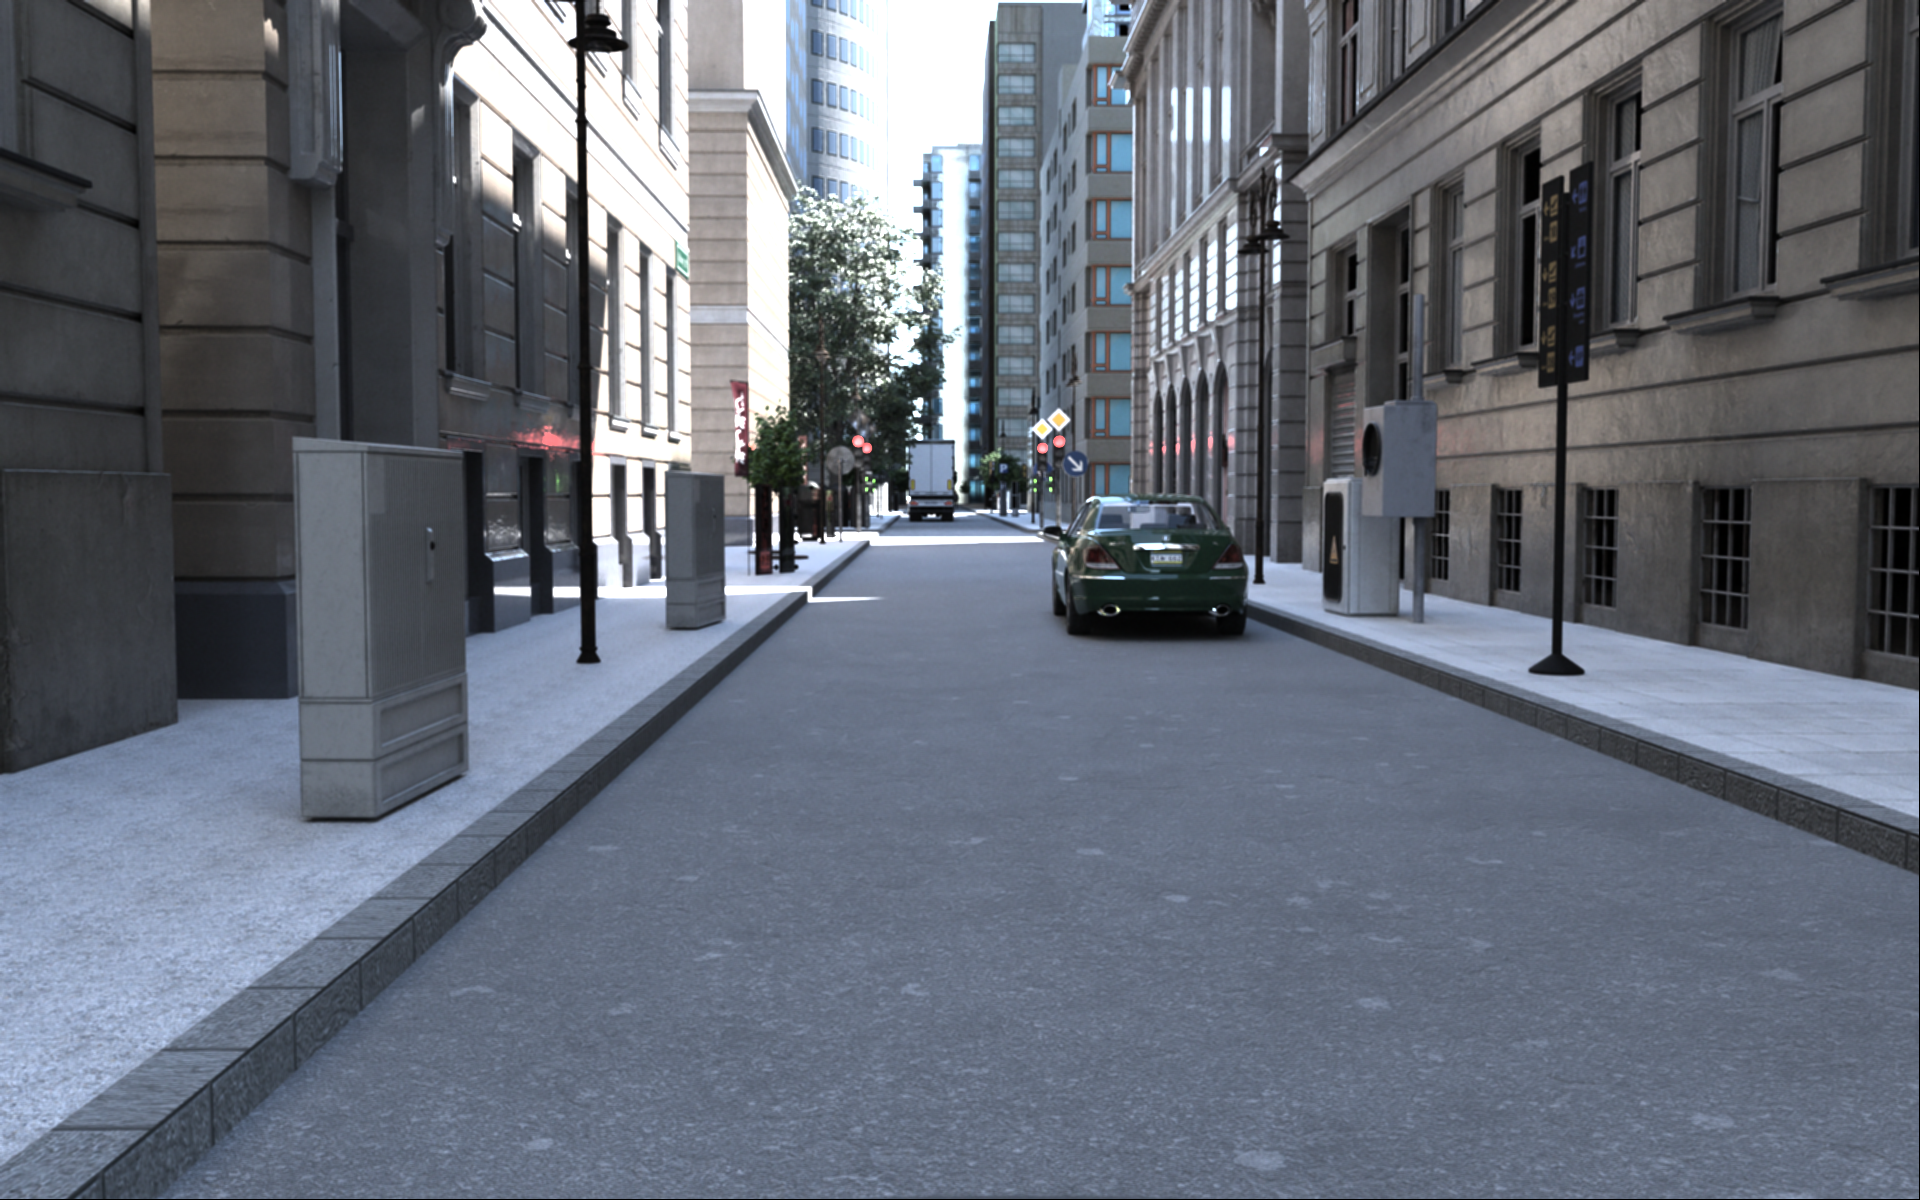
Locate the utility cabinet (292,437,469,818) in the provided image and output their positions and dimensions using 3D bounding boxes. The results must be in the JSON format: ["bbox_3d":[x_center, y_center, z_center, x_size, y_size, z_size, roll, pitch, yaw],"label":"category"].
[{"bbox_3d":[-2.396,0.085,7.289,0.318,1.500,1.173,0,4,2],"label":"utility cabinet"}]

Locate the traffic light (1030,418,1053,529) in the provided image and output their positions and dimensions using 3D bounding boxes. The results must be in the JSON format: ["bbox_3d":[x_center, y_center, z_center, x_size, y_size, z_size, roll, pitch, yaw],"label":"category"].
[{"bbox_3d":[3.031,-4.615,64.380,0.839,4.253,0.868,0,4,-1],"label":"traffic light"}]

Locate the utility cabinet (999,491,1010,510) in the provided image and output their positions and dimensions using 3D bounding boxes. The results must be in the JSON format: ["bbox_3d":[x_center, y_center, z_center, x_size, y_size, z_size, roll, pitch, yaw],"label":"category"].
[{"bbox_3d":[3.495,-7.995,139.393,0.318,1.500,1.173,3,5,42],"label":"utility cabinet"}]

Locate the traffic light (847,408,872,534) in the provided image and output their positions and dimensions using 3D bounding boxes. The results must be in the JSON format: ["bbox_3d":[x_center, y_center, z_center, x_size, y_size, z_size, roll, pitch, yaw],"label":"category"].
[{"bbox_3d":[-3.270,-4.118,56.252,0.839,4.253,0.868,0,4,-1],"label":"traffic light"}]

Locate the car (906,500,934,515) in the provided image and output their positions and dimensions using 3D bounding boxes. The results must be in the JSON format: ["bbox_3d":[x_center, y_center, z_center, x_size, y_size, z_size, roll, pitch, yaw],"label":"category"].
[{"bbox_3d":[-2.663,-6.462,117.657,2.014,1.417,4.499,0,4,-3],"label":"car"}]

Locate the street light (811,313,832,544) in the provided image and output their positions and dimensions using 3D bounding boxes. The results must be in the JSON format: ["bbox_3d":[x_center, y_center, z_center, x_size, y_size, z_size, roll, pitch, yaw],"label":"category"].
[{"bbox_3d":[-3.540,-4.383,44.445,0.468,5.910,1.993,0,4,-1],"label":"street light"}]

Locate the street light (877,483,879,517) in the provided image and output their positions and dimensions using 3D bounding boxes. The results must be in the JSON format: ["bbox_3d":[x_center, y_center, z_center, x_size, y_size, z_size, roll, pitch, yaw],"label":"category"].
[{"bbox_3d":[-4.542,-7.521,95.752,0.468,5.910,1.993,0,4,-1],"label":"street light"}]

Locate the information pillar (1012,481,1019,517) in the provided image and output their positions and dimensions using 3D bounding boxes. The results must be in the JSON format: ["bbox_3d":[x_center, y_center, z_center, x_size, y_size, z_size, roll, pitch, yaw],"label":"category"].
[{"bbox_3d":[3.123,-5.706,97.777,0.304,2.012,0.304,2,4,28],"label":"information pillar"}]

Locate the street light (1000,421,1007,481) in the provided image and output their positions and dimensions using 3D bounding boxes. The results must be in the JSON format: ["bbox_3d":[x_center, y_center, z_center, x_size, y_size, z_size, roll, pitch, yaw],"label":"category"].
[{"bbox_3d":[2.654,-8.214,107.078,0.468,5.910,1.993,0,4,-1],"label":"street light"}]

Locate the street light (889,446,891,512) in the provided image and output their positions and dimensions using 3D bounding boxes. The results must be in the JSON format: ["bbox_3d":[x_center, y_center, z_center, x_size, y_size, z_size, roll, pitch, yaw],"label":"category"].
[{"bbox_3d":[-5.102,-9.418,126.772,0.468,5.910,1.993,0,4,-1],"label":"street light"}]

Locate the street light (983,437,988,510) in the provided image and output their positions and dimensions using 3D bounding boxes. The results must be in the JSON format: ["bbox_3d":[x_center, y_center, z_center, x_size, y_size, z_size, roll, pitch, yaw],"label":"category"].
[{"bbox_3d":[2.030,-10.165,138.978,0.468,5.910,1.993,0,4,-1],"label":"street light"}]

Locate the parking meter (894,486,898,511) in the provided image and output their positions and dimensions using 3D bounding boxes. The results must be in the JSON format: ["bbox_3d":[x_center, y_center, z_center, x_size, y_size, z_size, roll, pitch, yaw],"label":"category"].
[{"bbox_3d":[-4.779,-7.561,129.328,0.255,1.863,0.399,1,4,16],"label":"parking meter"}]

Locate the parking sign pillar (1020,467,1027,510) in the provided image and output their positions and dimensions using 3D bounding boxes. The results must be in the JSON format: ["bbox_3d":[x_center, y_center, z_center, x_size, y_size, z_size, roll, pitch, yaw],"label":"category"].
[{"bbox_3d":[5.453,-9.081,136.945,1.447,3.967,1.447,2,4,29],"label":"parking sign pillar"}]

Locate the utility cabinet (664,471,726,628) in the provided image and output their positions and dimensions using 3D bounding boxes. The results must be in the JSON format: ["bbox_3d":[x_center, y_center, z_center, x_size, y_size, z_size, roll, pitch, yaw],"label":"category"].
[{"bbox_3d":[-2.557,-0.500,16.859,0.318,1.500,1.173,0,4,6],"label":"utility cabinet"}]

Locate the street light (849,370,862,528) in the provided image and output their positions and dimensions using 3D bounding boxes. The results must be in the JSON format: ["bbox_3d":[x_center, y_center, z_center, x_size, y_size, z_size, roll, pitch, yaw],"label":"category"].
[{"bbox_3d":[-3.865,-5.608,64.471,0.468,5.910,1.993,0,4,-1],"label":"street light"}]

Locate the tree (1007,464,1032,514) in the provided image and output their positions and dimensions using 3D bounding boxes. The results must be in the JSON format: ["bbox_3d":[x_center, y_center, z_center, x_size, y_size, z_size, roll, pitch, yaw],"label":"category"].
[{"bbox_3d":[3.745,-7.185,112.073,1.663,3.219,1.824,0,3,0],"label":"tree"}]

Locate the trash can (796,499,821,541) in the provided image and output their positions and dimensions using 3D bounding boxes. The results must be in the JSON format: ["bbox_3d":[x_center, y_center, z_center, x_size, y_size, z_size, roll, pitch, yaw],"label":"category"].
[{"bbox_3d":[-4.119,-2.194,47.527,0.748,1.137,0.748,0,3,0],"label":"trash can"}]

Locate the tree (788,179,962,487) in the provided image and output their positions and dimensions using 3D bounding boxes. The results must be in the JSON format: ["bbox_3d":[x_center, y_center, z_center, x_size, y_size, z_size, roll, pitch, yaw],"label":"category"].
[{"bbox_3d":[-5.029,-10.052,70.999,9.857,13.997,8.962,0,3,0],"label":"tree"}]

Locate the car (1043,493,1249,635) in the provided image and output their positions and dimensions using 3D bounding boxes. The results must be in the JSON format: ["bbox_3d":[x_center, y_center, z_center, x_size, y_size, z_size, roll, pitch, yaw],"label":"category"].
[{"bbox_3d":[2.006,-0.445,19.080,2.131,1.459,4.920,0,4,0],"label":"car"}]

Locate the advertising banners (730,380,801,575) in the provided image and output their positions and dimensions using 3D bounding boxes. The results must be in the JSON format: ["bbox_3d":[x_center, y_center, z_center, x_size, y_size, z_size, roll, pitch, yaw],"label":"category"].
[{"bbox_3d":[-3.112,-1.919,27.564,0.090,3.025,2.074,2,4,23],"label":"advertising banners"}]

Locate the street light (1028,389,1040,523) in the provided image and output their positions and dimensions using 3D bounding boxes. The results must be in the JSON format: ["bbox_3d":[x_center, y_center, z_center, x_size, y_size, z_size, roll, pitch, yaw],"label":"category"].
[{"bbox_3d":[3.219,-6.316,76.059,0.468,5.910,1.993,0,4,-1],"label":"street light"}]

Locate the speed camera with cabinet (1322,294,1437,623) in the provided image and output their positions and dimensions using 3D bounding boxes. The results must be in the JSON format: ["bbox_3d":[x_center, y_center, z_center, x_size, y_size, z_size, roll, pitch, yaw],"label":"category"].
[{"bbox_3d":[4.316,-1.444,17.947,0.660,3.252,2.038,0,4,-4],"label":"speed camera with cabinet"}]

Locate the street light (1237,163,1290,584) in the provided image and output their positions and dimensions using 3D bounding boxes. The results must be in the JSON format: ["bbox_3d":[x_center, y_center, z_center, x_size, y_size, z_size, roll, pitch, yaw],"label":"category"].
[{"bbox_3d":[4.288,-3.173,24.660,0.468,5.910,1.993,0,4,-1],"label":"street light"}]

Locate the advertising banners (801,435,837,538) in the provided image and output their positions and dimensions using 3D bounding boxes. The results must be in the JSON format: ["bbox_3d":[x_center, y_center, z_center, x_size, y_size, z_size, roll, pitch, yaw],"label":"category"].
[{"bbox_3d":[-4.204,-3.345,50.882,0.090,3.025,2.074,-3,4,-36],"label":"advertising banners"}]

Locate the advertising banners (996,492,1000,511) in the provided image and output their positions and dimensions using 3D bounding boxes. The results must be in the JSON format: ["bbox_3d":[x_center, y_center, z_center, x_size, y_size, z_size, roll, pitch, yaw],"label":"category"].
[{"bbox_3d":[2.956,-8.234,130.820,0.090,3.025,2.074,1,4,14],"label":"advertising banners"}]

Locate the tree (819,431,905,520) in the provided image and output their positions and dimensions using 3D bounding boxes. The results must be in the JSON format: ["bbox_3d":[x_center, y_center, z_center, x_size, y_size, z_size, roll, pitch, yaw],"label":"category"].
[{"bbox_3d":[-5.325,-6.170,84.596,4.285,4.588,4.351,0,3,0],"label":"tree"}]

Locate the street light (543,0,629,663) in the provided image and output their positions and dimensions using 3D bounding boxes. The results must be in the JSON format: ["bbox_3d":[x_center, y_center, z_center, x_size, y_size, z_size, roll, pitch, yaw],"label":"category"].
[{"bbox_3d":[-2.830,-2.461,13.024,0.468,5.910,1.993,0,4,-1],"label":"street light"}]

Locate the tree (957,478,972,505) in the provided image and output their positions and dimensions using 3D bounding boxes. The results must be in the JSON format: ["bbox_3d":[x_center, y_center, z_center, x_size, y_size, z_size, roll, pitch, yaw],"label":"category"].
[{"bbox_3d":[0.602,-12.990,206.982,1.663,3.219,1.824,0,3,0],"label":"tree"}]

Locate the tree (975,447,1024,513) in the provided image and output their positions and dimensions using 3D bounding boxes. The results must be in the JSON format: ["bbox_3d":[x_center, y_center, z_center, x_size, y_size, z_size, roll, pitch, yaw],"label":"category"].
[{"bbox_3d":[2.750,-8.319,119.724,4.285,4.588,4.351,0,3,0],"label":"tree"}]

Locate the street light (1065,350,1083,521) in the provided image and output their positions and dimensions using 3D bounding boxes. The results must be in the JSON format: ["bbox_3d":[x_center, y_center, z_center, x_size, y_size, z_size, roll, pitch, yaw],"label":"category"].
[{"bbox_3d":[3.676,-5.083,55.892,0.468,5.910,1.993,0,4,-1],"label":"street light"}]

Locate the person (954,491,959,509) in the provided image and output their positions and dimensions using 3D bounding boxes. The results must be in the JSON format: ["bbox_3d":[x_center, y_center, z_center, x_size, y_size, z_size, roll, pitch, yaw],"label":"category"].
[{"bbox_3d":[-0.347,-9.512,164.547,0.617,1.759,0.750,-1,4,-16],"label":"person"}]

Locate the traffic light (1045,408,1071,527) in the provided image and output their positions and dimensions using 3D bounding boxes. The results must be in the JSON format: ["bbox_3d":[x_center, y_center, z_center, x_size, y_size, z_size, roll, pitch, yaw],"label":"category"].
[{"bbox_3d":[3.190,-4.127,56.397,0.839,4.253,0.868,0,4,-1],"label":"traffic light"}]

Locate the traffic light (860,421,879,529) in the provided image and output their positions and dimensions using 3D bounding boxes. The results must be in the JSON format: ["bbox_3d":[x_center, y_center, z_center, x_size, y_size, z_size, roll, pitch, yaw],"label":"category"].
[{"bbox_3d":[-3.429,-4.606,64.236,0.839,4.253,0.868,0,4,-1],"label":"traffic light"}]
